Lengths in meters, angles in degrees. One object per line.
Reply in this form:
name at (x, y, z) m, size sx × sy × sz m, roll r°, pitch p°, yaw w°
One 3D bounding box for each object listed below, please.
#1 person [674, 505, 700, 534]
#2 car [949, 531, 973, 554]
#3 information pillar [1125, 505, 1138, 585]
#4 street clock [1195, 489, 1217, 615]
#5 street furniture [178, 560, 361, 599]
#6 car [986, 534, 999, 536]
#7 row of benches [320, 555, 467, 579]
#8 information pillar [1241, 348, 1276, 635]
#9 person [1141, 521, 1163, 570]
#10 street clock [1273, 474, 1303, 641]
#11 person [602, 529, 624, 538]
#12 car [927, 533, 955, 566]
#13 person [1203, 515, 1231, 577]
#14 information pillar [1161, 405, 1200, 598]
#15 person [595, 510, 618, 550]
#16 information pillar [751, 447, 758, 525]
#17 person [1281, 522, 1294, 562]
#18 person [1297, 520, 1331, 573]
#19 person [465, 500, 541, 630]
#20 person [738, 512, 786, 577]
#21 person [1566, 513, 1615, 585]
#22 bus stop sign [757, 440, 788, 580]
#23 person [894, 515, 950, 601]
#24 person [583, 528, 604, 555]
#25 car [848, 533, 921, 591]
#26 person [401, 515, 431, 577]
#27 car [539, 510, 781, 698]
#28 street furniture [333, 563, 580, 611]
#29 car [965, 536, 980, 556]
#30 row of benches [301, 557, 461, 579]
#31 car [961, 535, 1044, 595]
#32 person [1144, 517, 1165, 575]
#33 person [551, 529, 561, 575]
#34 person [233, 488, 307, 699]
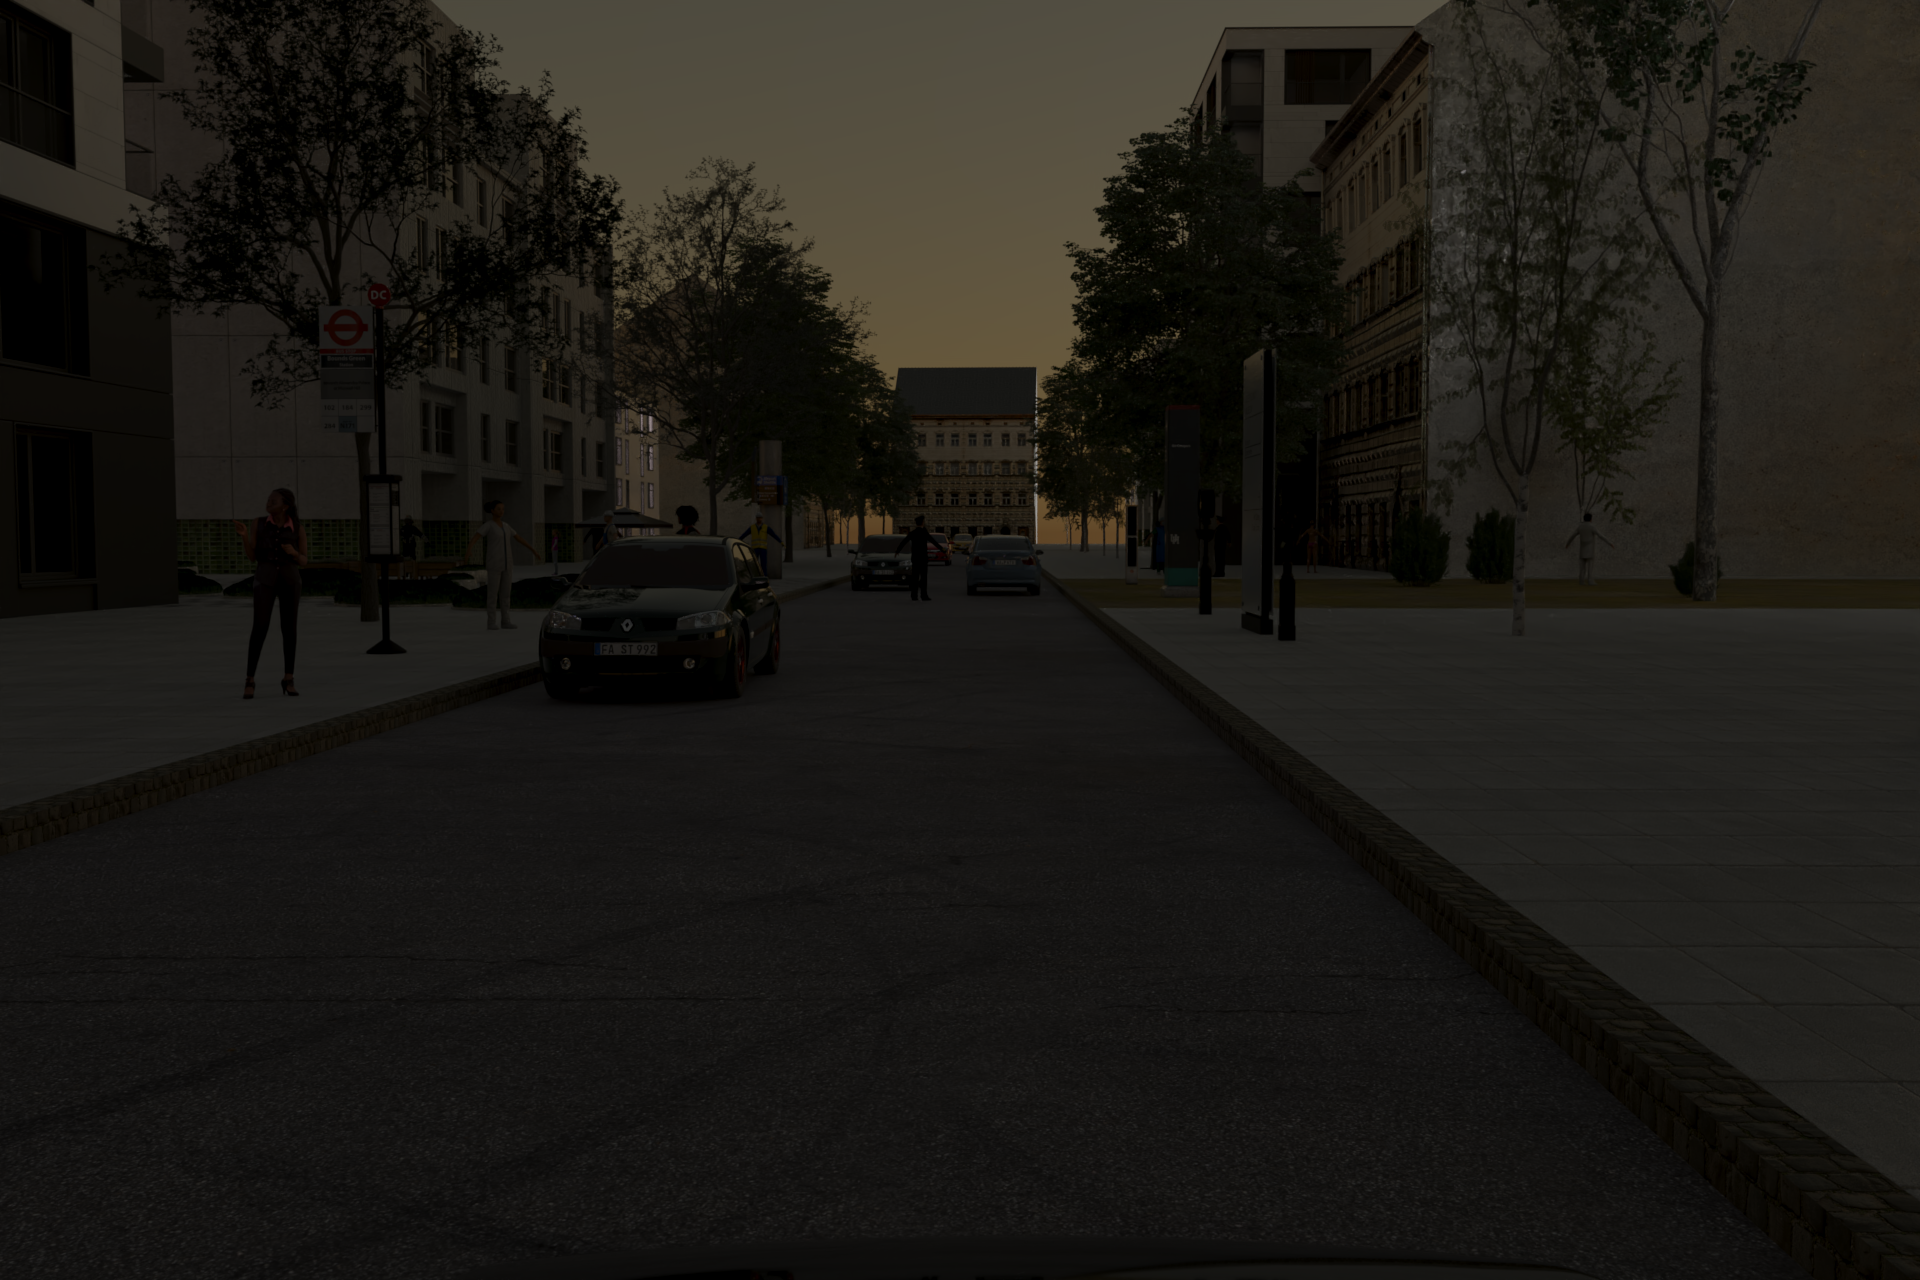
person at (-3.761, -0.920, 23.648) m, size 0.704 × 1.843 × 1.345 m, roll 2°, pitch 4°, yaw 27°
car at (0.235, -7.184, 127.680) m, size 2.015 × 1.641 × 3.980 m, roll 0°, pitch 4°, yaw 1°
information pillar at (4.354, -2.411, 43.913) m, size 0.304 × 2.012 × 0.304 m, roll 0°, pitch 4°, yaw 1°
street clock at (3.914, -1.407, 27.572) m, size 0.358 × 2.002 × 0.471 m, roll 0°, pitch 4°, yaw 1°
street furniture at (-15.768, -1.414, 38.749) m, size 5.734 × 0.657 × 10.072 m, roll -1°, pitch 4°, yaw -16°
car at (2.556, -7.107, 128.201) m, size 2.014 × 1.417 × 4.499 m, roll 0°, pitch 4°, yaw 1°
row of benches at (-15.944, -2.057, 49.098) m, size 4.104 × 0.672 × 1.422 m, roll -2°, pitch 4°, yaw -27°
information pillar at (3.918, -1.923, 22.759) m, size 0.184 × 3.620 × 1.656 m, roll 0°, pitch 4°, yaw 1°
person at (7.029, -3.356, 61.594) m, size 1.216 × 1.740 × 0.721 m, roll 0°, pitch 4°, yaw -5°
street clock at (3.941, -0.994, 20.830) m, size 0.358 × 2.002 × 0.471 m, roll 0°, pitch 4°, yaw 2°
person at (-14.071, -3.914, 69.760) m, size 1.354 × 1.858 × 0.705 m, roll 0°, pitch 4°, yaw -2°
car at (-1.305, -4.321, 79.695) m, size 2.155 × 1.783 × 4.494 m, roll 0°, pitch 4°, yaw 1°
person at (7.708, -2.790, 51.547) m, size 0.705 × 1.837 × 1.347 m, roll 3°, pitch 5°, yaw 44°
information pillar at (4.496, -2.797, 35.117) m, size 0.750 × 3.857 × 0.750 m, roll 0°, pitch 4°, yaw 1°
person at (-8.386, -2.167, 41.290) m, size 0.705 × 1.847 × 1.347 m, roll -2°, pitch 4°, yaw -29°
information pillar at (-5.496, -3.365, 46.376) m, size 0.183 × 3.616 × 0.504 m, roll 0°, pitch 4°, yaw 3°
person at (8.957, -2.528, 47.464) m, size 0.704 × 1.812 × 1.346 m, roll 1°, pitch 4°, yaw 15°
person at (11.567, -3.052, 56.705) m, size 1.217 × 1.733 × 0.721 m, roll 3°, pitch 4°, yaw 37°
person at (-6.158, -1.011, 23.303) m, size 0.721 × 1.739 × 1.217 m, roll 3°, pitch 4°, yaw 38°
person at (-5.001, -2.273, 43.128) m, size 1.349 × 1.833 × 0.705 m, roll 0°, pitch 4°, yaw -2°
person at (15.824, -2.290, 43.629) m, size 0.705 × 1.806 × 1.347 m, roll -3°, pitch 4°, yaw -38°
bus stop sign at (-5.342, -3.664, 48.924) m, size 0.837 × 3.901 × 0.837 m, roll 0°, pitch 4°, yaw 3°
person at (-0.853, -1.770, 37.326) m, size 1.347 × 1.837 × 0.705 m, roll 2°, pitch 4°, yaw 26°
person at (-12.310, -3.226, 58.966) m, size 1.346 × 1.802 × 0.704 m, roll 2°, pitch 4°, yaw 24°
car at (-1.872, -2.162, 45.141) m, size 2.009 × 1.686 × 4.222 m, roll 0°, pitch 4°, yaw 1°
person at (-16.283, -2.776, 51.165) m, size 1.354 × 1.856 × 0.705 m, roll 0°, pitch 4°, yaw 3°
car at (-2.737, -0.403, 16.379) m, size 2.009 × 1.686 × 4.222 m, roll 0°, pitch 4°, yaw 1°
street furniture at (-8.537, -1.110, 33.774) m, size 5.734 × 0.657 × 10.072 m, roll 0°, pitch 4°, yaw 0°
car at (1.283, -3.896, 76.056) m, size 2.083 × 1.381 × 4.827 m, roll 0°, pitch 3°, yaw 0°
row of benches at (-14.958, -1.813, 45.105) m, size 4.104 × 0.672 × 1.422 m, roll 0°, pitch 4°, yaw -4°
car at (1.031, -1.818, 41.721) m, size 2.014 × 1.417 × 4.499 m, roll 0°, pitch 4°, yaw 1°
person at (6.415, -2.974, 54.745) m, size 1.347 × 1.817 × 0.704 m, roll -1°, pitch 4°, yaw -19°
person at (-12.674, -2.733, 53.955) m, size 0.599 × 1.433 × 0.991 m, roll -1°, pitch 4°, yaw -13°
person at (-5.391, -0.372, 13.601) m, size 0.415 × 1.643 × 0.593 m, roll 1°, pitch 4°, yaw 22°
